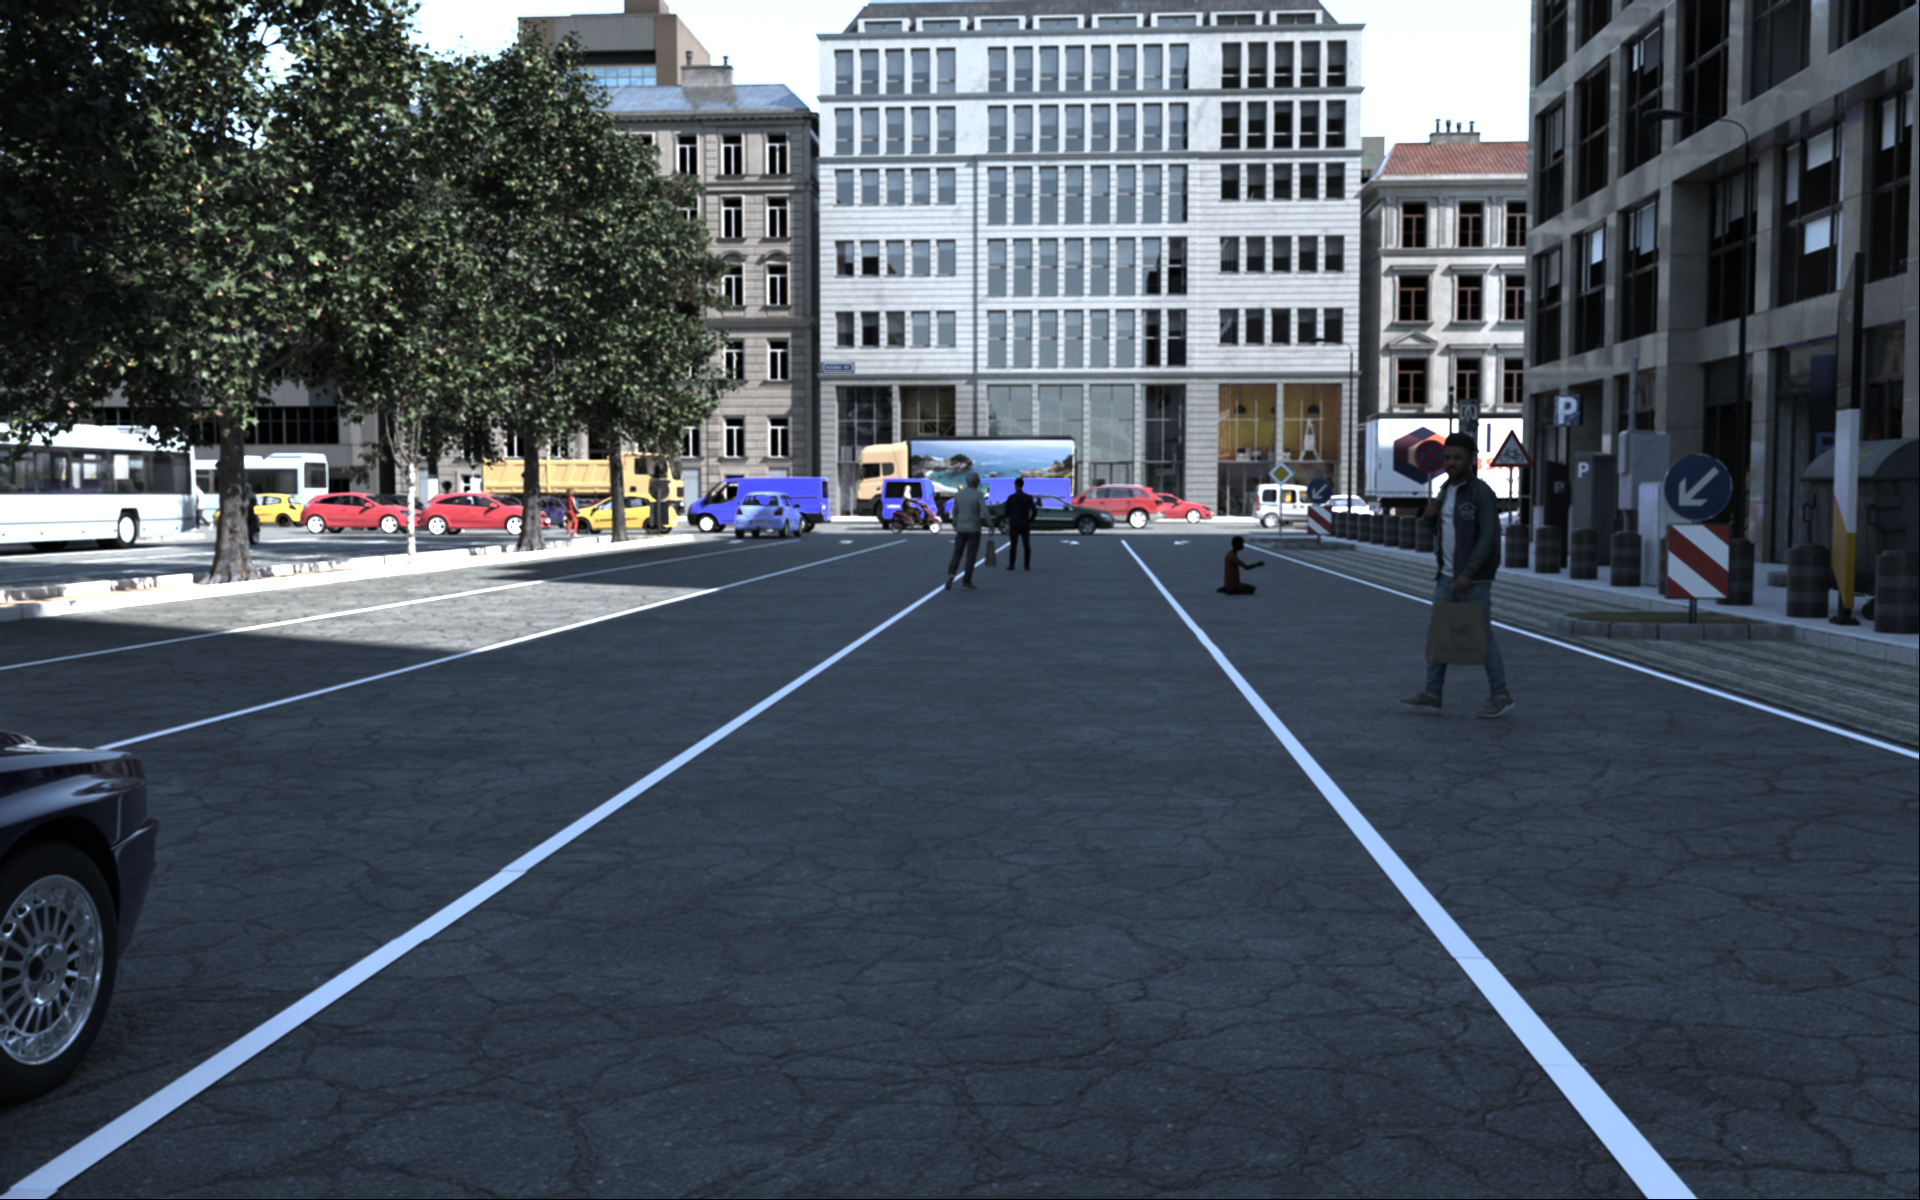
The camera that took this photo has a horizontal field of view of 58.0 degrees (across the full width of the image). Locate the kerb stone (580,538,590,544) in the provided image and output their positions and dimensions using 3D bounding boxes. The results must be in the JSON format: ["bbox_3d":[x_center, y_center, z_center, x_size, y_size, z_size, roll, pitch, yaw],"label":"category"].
[{"bbox_3d":[-10.795,-1.645,49.286,0.120,0.150,1.000,0,4,4],"label":"kerb stone"}]

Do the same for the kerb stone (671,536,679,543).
[{"bbox_3d":[-8.553,-1.772,51.175,0.120,0.150,1.000,0,4,4],"label":"kerb stone"}]

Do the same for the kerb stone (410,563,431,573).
[{"bbox_3d":[-9.953,-0.572,31.626,0.120,0.150,1.000,0,4,4],"label":"kerb stone"}]

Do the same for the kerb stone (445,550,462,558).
[{"bbox_3d":[-11.525,-1.029,39.014,0.120,0.150,1.000,0,4,4],"label":"kerb stone"}]

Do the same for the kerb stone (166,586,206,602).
[{"bbox_3d":[-10.536,-0.074,23.408,0.120,0.150,1.000,0,4,4],"label":"kerb stone"}]

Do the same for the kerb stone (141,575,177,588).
[{"bbox_3d":[-12.412,-0.273,26.661,0.120,0.150,1.000,0,4,4],"label":"kerb stone"}]

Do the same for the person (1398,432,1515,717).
[{"bbox_3d":[3.224,-0.160,11.094,0.713,1.824,0.794,0,4,-3],"label":"person"}]

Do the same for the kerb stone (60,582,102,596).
[{"bbox_3d":[-12.563,-0.147,24.603,0.120,0.150,1.000,0,4,4],"label":"kerb stone"}]

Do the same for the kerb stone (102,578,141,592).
[{"bbox_3d":[-12.491,-0.210,25.629,0.120,0.150,1.000,0,4,4],"label":"kerb stone"}]

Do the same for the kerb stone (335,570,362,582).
[{"bbox_3d":[-10.171,-0.383,28.540,0.120,0.150,1.000,0,4,4],"label":"kerb stone"}]

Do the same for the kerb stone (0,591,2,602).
[{"bbox_3d":[-12.710,-0.022,22.547,0.120,0.150,1.000,0,4,4],"label":"kerb stone"}]

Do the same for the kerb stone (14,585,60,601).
[{"bbox_3d":[-12.635,-0.084,23.573,0.120,0.150,1.000,0,4,4],"label":"kerb stone"}]

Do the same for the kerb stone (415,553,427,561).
[{"bbox_3d":[-11.672,-0.903,36.959,0.120,0.150,1.000,0,4,4],"label":"kerb stone"}]

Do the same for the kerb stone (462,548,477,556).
[{"bbox_3d":[-11.459,-1.092,40.045,0.120,0.150,1.000,0,4,4],"label":"kerb stone"}]

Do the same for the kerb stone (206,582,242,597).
[{"bbox_3d":[-10.468,-0.135,24.435,0.120,0.150,1.000,0,4,4],"label":"kerb stone"}]

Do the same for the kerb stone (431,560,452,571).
[{"bbox_3d":[-9.872,-0.631,32.657,0.120,0.150,1.000,0,4,4],"label":"kerb stone"}]

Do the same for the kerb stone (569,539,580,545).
[{"bbox_3d":[-10.870,-1.594,48.260,0.120,0.150,1.000,0,4,4],"label":"kerb stone"}]

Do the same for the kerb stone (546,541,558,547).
[{"bbox_3d":[-11.013,-1.469,46.206,0.120,0.150,1.000,0,4,4],"label":"kerb stone"}]

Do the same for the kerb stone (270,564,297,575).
[{"bbox_3d":[-12.112,-0.523,30.781,0.120,0.150,1.000,0,4,4],"label":"kerb stone"}]

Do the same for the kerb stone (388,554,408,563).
[{"bbox_3d":[-11.750,-0.835,35.920,0.120,0.150,1.000,0,4,4],"label":"kerb stone"}]

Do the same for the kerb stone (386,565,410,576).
[{"bbox_3d":[-10.020,-0.514,30.595,0.120,0.150,1.000,0,4,4],"label":"kerb stone"}]

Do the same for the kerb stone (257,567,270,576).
[{"bbox_3d":[-12.191,-0.460,29.756,0.120,0.150,1.000,0,4,4],"label":"kerb stone"}]

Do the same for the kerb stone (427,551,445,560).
[{"bbox_3d":[-11.601,-0.966,37.985,0.120,0.150,1.000,0,4,4],"label":"kerb stone"}]

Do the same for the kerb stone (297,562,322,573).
[{"bbox_3d":[-12.050,-0.587,31.808,0.120,0.150,1.000,0,4,4],"label":"kerb stone"}]

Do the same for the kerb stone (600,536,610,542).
[{"bbox_3d":[-10.652,-1.781,51.337,0.120,0.150,1.000,0,4,4],"label":"kerb stone"}]

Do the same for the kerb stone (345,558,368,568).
[{"bbox_3d":[-11.899,-0.714,33.869,0.120,0.150,1.000,0,4,4],"label":"kerb stone"}]

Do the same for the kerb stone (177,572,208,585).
[{"bbox_3d":[-12.334,-0.334,27.690,0.120,0.150,1.000,0,4,4],"label":"kerb stone"}]

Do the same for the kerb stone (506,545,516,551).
[{"bbox_3d":[-11.241,-1.280,43.129,0.120,0.150,1.000,0,4,4],"label":"kerb stone"}]

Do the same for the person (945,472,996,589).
[{"bbox_3d":[0.194,-1.038,25.956,0.782,1.767,0.515,2,4,29],"label":"person"}]

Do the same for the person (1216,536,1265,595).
[{"bbox_3d":[4.047,-0.495,24.883,0.655,0.850,0.859,0,4,0],"label":"person"}]

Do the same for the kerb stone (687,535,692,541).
[{"bbox_3d":[-8.404,-1.897,53.239,0.120,0.150,1.000,0,4,4],"label":"kerb stone"}]

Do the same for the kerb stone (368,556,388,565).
[{"bbox_3d":[-11.826,-0.777,34.894,0.120,0.150,1.000,0,4,4],"label":"kerb stone"}]

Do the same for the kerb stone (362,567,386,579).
[{"bbox_3d":[-10.100,-0.451,29.570,0.120,0.150,1.000,0,4,4],"label":"kerb stone"}]

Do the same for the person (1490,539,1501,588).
[{"bbox_3d":[4.991,-0.352,16.954,0.574,1.496,0.600,1,4,17],"label":"person"}]

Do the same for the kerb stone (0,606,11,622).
[{"bbox_3d":[-10.828,0.177,19.305,0.120,0.150,1.000,0,4,4],"label":"kerb stone"}]

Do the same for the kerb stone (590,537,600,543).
[{"bbox_3d":[-10.726,-1.720,50.311,0.120,0.150,1.000,0,4,4],"label":"kerb stone"}]

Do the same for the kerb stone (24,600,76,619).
[{"bbox_3d":[-10.755,0.114,20.331,0.120,0.150,1.000,0,4,4],"label":"kerb stone"}]

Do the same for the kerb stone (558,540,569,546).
[{"bbox_3d":[-10.944,-1.530,47.234,0.120,0.150,1.000,0,4,4],"label":"kerb stone"}]

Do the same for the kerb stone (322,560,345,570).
[{"bbox_3d":[-11.973,-0.649,32.840,0.120,0.150,1.000,0,4,4],"label":"kerb stone"}]

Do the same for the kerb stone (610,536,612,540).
[{"bbox_3d":[-10.580,-1.844,52.363,0.120,0.150,1.000,0,4,4],"label":"kerb stone"}]

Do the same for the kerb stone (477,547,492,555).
[{"bbox_3d":[-11.379,-1.155,41.075,0.120,0.150,1.000,0,4,4],"label":"kerb stone"}]

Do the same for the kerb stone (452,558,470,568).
[{"bbox_3d":[-9.807,-0.703,33.682,0.120,0.150,1.000,0,4,4],"label":"kerb stone"}]

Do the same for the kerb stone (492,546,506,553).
[{"bbox_3d":[-11.315,-1.217,42.101,0.120,0.150,1.000,0,4,4],"label":"kerb stone"}]

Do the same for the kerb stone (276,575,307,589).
[{"bbox_3d":[-10.314,-0.263,26.489,0.120,0.150,1.000,0,4,4],"label":"kerb stone"}]

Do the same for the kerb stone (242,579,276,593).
[{"bbox_3d":[-10.391,-0.196,25.461,0.120,0.150,1.000,0,4,4],"label":"kerb stone"}]

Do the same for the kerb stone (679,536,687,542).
[{"bbox_3d":[-8.485,-1.836,52.209,0.120,0.150,1.000,0,4,4],"label":"kerb stone"}]

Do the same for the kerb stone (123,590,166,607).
[{"bbox_3d":[-10.616,-0.008,22.383,0.120,0.150,1.000,0,4,4],"label":"kerb stone"}]

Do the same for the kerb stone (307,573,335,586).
[{"bbox_3d":[-10.237,-0.325,27.514,0.120,0.150,1.000,0,4,4],"label":"kerb stone"}]

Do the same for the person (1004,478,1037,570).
[{"bbox_3d":[1.126,-1.445,32.838,0.576,1.737,0.504,-1,4,-19],"label":"person"}]

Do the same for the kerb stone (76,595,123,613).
[{"bbox_3d":[-10.683,0.058,21.357,0.120,0.150,1.000,0,4,4],"label":"kerb stone"}]
